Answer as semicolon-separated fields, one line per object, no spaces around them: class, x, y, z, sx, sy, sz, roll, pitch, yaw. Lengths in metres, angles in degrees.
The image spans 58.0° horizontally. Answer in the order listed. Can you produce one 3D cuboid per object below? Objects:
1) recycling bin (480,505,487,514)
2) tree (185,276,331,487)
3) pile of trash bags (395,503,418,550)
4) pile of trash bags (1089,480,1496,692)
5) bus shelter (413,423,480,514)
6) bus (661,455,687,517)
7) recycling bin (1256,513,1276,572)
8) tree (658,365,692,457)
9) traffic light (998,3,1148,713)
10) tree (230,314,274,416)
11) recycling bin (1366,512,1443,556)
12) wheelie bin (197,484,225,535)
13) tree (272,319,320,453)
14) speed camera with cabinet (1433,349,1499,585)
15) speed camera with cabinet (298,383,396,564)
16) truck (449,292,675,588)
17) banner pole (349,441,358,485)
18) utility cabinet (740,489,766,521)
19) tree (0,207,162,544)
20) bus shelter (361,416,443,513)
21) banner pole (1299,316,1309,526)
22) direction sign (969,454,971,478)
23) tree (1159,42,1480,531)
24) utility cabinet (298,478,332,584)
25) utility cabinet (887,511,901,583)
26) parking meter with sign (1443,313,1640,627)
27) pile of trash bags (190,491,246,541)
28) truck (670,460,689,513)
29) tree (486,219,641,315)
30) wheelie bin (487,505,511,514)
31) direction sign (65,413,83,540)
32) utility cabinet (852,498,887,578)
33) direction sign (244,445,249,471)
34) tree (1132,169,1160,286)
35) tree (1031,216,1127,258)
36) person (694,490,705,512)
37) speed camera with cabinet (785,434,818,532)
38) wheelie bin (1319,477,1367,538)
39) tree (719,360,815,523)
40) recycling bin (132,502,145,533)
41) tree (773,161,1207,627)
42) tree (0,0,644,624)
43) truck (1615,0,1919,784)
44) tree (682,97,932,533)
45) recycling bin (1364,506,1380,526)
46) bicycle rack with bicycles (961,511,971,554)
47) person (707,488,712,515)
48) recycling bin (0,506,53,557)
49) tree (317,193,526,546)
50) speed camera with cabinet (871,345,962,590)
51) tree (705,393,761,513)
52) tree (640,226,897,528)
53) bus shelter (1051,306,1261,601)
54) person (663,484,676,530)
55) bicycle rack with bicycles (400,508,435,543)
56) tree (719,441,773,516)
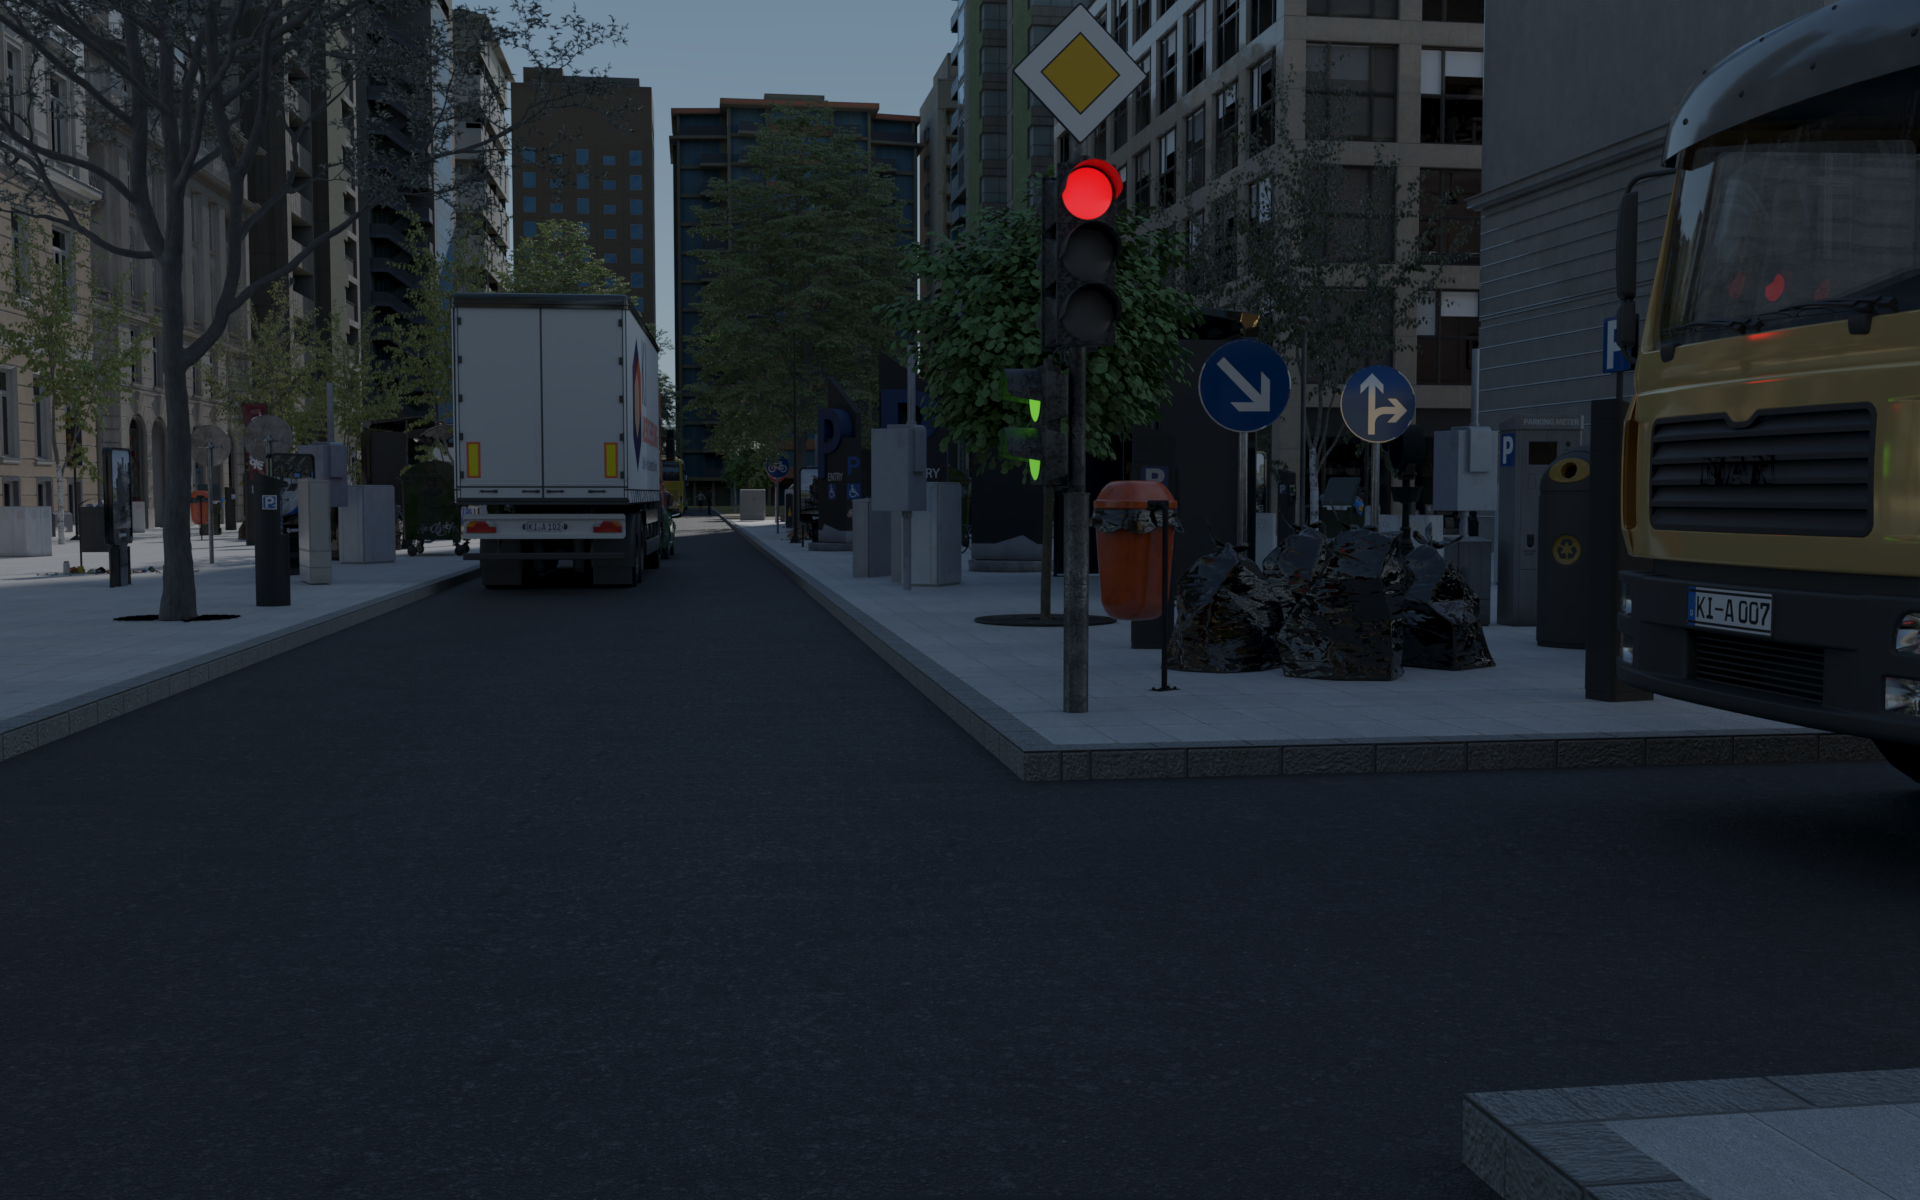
recycling bin;-17.828;-3.166;64.312;0.722;1.027;0.722;0;4;3
tree;-23.205;-6.557;57.573;4.360;8.622;3.978;0;3;0
pile of trash bags;-13.687;-1.813;39.392;1.912;1.369;3.447;0;4;3
pile of trash bags;2.231;-0.162;12.402;3.447;1.369;1.912;-3;5;-42
bus shelter;-15.018;-3.571;52.304;2.014;3.302;5.546;-1;4;-9
bus;-18.681;-7.187;109.046;2.896;3.916;12.252;-1;4;-8
recycling bin;3.803;-0.659;23.322;0.722;1.027;0.722;0;4;-6
tree;-27.512;-14.684;146.745;9.857;13.997;8.962;0;3;0
traffic light;0.663;-1.295;10.094;0.839;4.253;0.868;-1;4;-9
tree;-27.613;-7.390;71.181;4.737;8.622;4.395;0;3;0
recycling bin;5.342;-0.501;20.745;0.722;1.027;0.722;2;4;28
wheelie bin;-23.477;-2.824;54.084;0.980;1.594;0.693;-2;4;-29
tree;-23.238;-7.101;66.456;4.737;8.622;4.395;0;3;0
speed camera with cabinet;7.593;-1.822;24.134;2.038;3.252;0.660;-1;4;-23
speed camera with cabinet;-11.163;-2.277;31.567;0.660;3.252;2.038;1;4;18
truck;-6.528;-2.501;29.805;2.839;4.237;11.283;0;4;-7
banner pole;-28.470;-5.578;81.224;0.863;3.779;0.401;3;4;39
utility cabinet;-9.853;-4.502;82.281;1.173;1.500;0.318;0;4;3
tree;-22.658;-5.722;43.923;4.737;8.622;4.395;0;3;0
bus shelter;-17.477;-3.883;54.763;1.731;3.624;6.357;-1;4;-9
banner pole;4.885;-2.120;24.682;0.401;3.779;0.863;1;4;11
direction sign;0.781;-5.512;82.114;0.876;3.537;0.379;-3;4;-37
tree;6.045;-4.792;28.716;4.360;8.622;3.978;0;3;0
utility cabinet;-9.276;-0.993;24.922;0.318;1.500;1.173;-2;4;-27
utility cabinet;-0.524;-0.870;25.380;1.020;1.237;0.306;-3;4;-37
parking meter with sign;5.639;-1.262;16.902;1.738;3.016;0.543;0;4;-7
pile of trash bags;-19.719;-2.367;48.456;3.447;1.369;1.912;-2;4;-28
truck;-21.819;-8.526;129.163;2.967;4.110;18.799;-1;4;-8
tree;-16.883;-9.426;72.247;7.486;12.596;7.792;0;3;0
wheelie bin;-15.397;-3.047;57.719;0.980;1.594;0.693;1;4;11
direction sign;-24.592;-3.433;48.126;0.876;3.537;0.379;3;4;38
utility cabinet;-1.342;-0.969;27.002;0.306;1.237;1.020;1;4;22
direction sign;-26.544;-4.479;65.228;0.379;3.537;0.876;2;4;32
tree;5.547;-5.275;36.608;4.360;8.622;3.978;0;3;0
tree;2.739;-5.771;44.714;4.737;8.622;4.395;0;3;0
person;-21.104;-8.030;140.572;1.217;1.735;0.721;2;4;34
speed camera with cabinet;-5.225;-3.883;57.824;0.660;3.252;2.038;-2;4;-28
wheelie bin;7.268;-1.526;32.866;0.980;1.594;0.693;3;4;39
tree;-8.407;-7.757;77.196;4.737;8.622;4.395;0;3;0
recycling bin;-27.487;-2.749;57.506;0.722;1.027;0.722;-2;4;-29
tree;0.785;-2.051;17.241;4.285;4.588;4.351;0;3;0
tree;-7.855;-6.543;17.346;12.009;13.543;11.850;0;3;0
truck;7.115;-0.704;7.435;9.791;3.379;3.469;0;4;-7
tree;-4.246;-8.080;50.227;7.486;12.596;7.792;0;3;0
recycling bin;8.735;-1.551;37.920;0.722;1.027;0.722;0;4;-6
bicycle rack with bicycles;0.910;-1.477;37.531;2.852;0.926;2.925;-2;4;-31
person;-17.326;-6.818;120.002;0.705;1.821;1.348;-1;4;-10
recycling bin;-19.172;-1.405;35.525;0.722;1.027;0.722;1;4;10
tree;-12.512;-5.668;43.036;4.737;8.622;4.395;0;3;0
speed camera with cabinet;-0.585;-1.805;23.854;0.660;3.252;2.038;1;4;20
tree;-15.228;-10.211;117.314;4.360;8.622;3.978;0;3;0
tree;-6.024;-8.553;65.589;9.928;11.665;9.643;0;3;0
bus shelter;2.393;-1.995;23.903;1.731;3.624;6.357;-1;4;-9
person;-11.558;-3.627;67.762;0.822;1.834;0.622;1;4;9
bicycle rack with bicycles;-15.125;-1.987;45.869;2.925;0.926;2.852;1;4;9
tree;-12.062;-7.295;102.994;4.285;4.588;4.351;0;3;0
